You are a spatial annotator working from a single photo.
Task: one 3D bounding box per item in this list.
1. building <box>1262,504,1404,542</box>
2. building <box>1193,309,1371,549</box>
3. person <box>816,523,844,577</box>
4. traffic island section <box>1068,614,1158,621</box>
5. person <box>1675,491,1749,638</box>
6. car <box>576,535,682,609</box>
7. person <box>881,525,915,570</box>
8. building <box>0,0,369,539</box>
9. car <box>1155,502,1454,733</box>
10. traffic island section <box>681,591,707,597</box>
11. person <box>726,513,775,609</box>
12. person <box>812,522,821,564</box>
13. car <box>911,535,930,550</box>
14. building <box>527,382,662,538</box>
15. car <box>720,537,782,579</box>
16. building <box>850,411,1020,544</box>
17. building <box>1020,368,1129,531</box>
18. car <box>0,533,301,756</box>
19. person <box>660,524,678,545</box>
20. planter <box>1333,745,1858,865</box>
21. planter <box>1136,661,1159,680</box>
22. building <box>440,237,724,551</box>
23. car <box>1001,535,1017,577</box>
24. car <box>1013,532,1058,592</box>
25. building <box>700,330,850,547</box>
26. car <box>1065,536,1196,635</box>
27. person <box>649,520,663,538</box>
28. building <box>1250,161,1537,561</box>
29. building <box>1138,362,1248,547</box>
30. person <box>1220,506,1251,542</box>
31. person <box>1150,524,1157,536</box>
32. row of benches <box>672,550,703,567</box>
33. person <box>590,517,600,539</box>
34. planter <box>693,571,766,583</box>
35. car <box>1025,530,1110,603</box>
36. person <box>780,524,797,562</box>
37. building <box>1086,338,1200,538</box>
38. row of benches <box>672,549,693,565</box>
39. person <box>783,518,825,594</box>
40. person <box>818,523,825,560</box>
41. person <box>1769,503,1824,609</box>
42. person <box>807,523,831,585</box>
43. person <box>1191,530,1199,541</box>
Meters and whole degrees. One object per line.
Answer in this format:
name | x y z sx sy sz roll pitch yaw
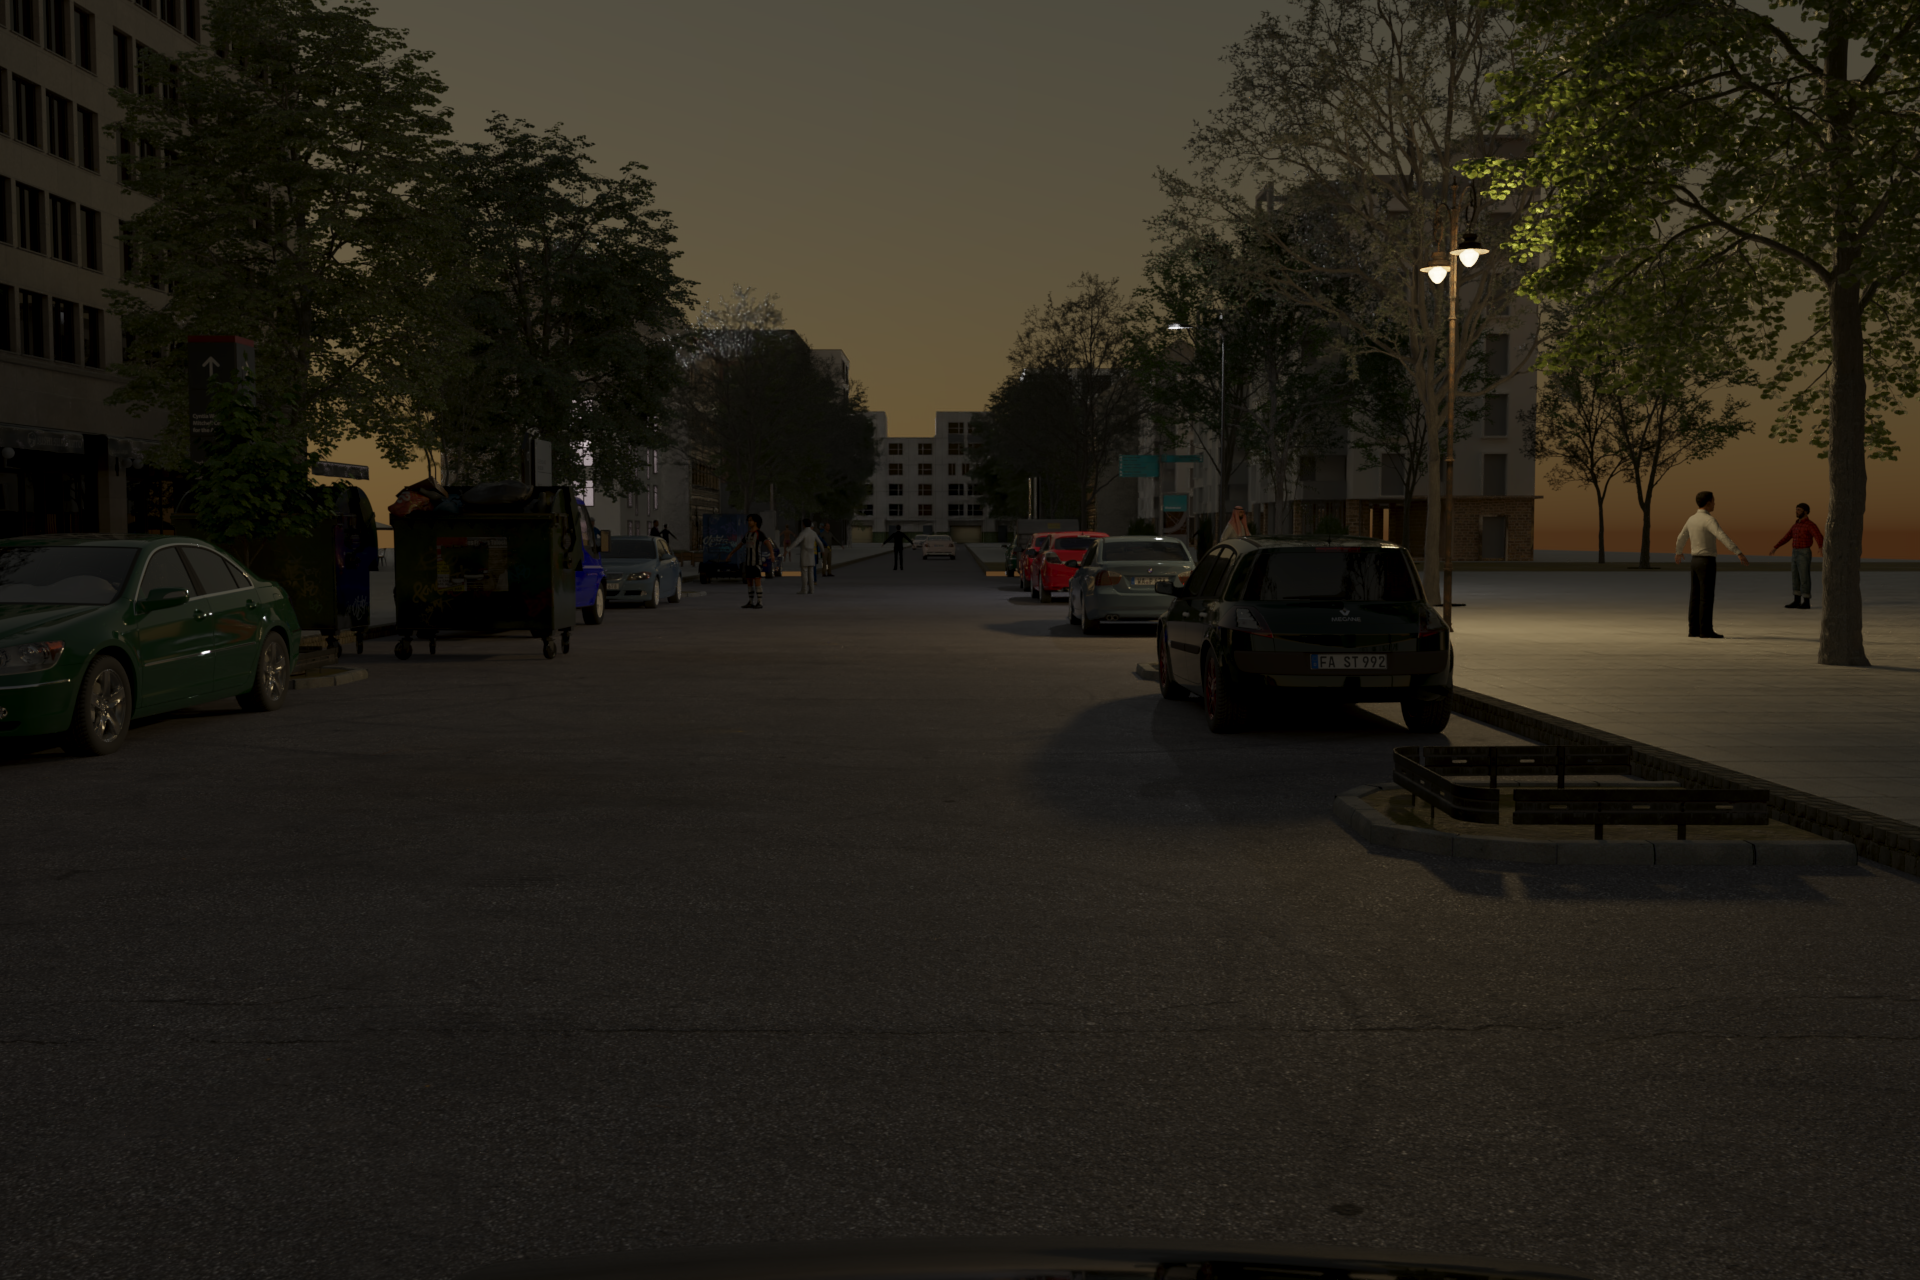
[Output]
building | 25.133 -15.695 113.030 16.016 20.090 11.380 0 4 0
building | 24.529 -17.511 142.727 16.016 20.090 11.380 0 3 0
person | -4.462 -3.031 58.287 1.348 1.796 0.705 -3 5 -44
traffic island section | 2.852 -0.403 29.455 1.991 0.108 1.994 0 4 0
person | 9.223 -0.934 21.421 0.704 1.810 1.344 -1 4 -12
car | -6.697 -1.395 34.809 2.014 1.417 4.499 0 4 0
person | -2.446 -3.675 68.730 1.347 1.806 0.705 -1 4 -13
building | -33.147 -14.937 46.390 24.374 26.755 37.873 0 3 0
car | 2.625 -0.249 13.853 2.009 1.686 4.222 0 4 -1
traffic island section | -6.941 -1.058 40.169 1.991 0.108 1.994 0 3 0
person | -3.984 -1.511 33.299 1.345 1.843 0.704 3 5 42
person | -6.223 -4.145 73.903 0.705 1.813 1.348 2 4 29
car | -3.372 -8.888 157.678 2.083 1.381 4.827 0 4 0
building | -23.314 -10.256 109.825 9.099 9.664 28.070 0 4 0
car | -6.857 -2.715 56.971 1.945 1.354 3.894 0 4 0
building | -3.559 -23.662 255.790 31.486 18.905 16.747 0 4 -1
building | 21.748 -23.584 229.570 27.936 21.610 32.646 0 4 0
car | -6.437 -0.053 12.668 2.131 1.459 4.920 0 4 -1
person | -16.188 -5.468 95.329 1.347 1.837 0.705 1 4 11
planter | 2.904 0.774 8.492 1.991 0.319 1.994 0 4 1
planter | 2.817 0.217 17.588 1.991 0.319 1.994 0 4 1
building | -29.545 -18.767 137.773 19.493 23.208 18.063 0 4 -1
car | 2.480 -2.895 59.126 2.131 1.459 4.920 0 4 0
car | 2.463 -2.171 44.537 2.155 1.783 4.494 0 4 0
building | -27.027 -21.128 189.413 27.936 21.610 32.646 0 3 0
car | 2.608 -0.856 25.994 2.014 1.417 4.499 0 4 0
person | -11.156 -3.514 63.677 0.704 1.802 1.346 1 4 13
building | 21.180 -14.549 94.297 16.016 20.090 11.380 0 3 0
building | 24.427 -20.202 186.723 16.016 20.090 11.380 0 4 0
person | 5.302 -1.638 32.926 1.347 1.811 0.704 -3 5 -44
person | 9.509 -4.962 87.094 1.349 1.833 0.705 -3 5 -41
row of benches | -10.065 -3.220 68.115 4.104 0.672 1.422 0 4 -6
person | -12.150 -3.142 57.248 1.347 1.842 0.705 -3 4 -37
planter | -6.909 -1.900 52.208 1.991 0.319 1.994 0 3 0
car | 2.507 -1.734 37.383 2.155 1.783 4.494 0 4 -1
person | -8.070 -4.527 80.815 1.217 1.733 0.721 -1 4 -11
building | 24.604 -22.763 203.111 19.493 23.208 18.063 0 4 0
row of benches | -12.704 -3.477 72.305 4.104 0.672 1.422 3 4 37
person | -3.682 -2.006 41.449 0.705 1.806 1.347 3 5 40
person | -6.928 -4.928 86.703 0.704 1.817 1.347 -2 4 -29
person | 14.395 -1.442 29.679 0.704 1.816 1.345 -1 4 -11
person | -4.200 -2.418 48.459 1.216 1.772 0.721 0 4 4
person | 13.281 -5.447 95.195 1.346 1.812 0.704 -1 4 -20
